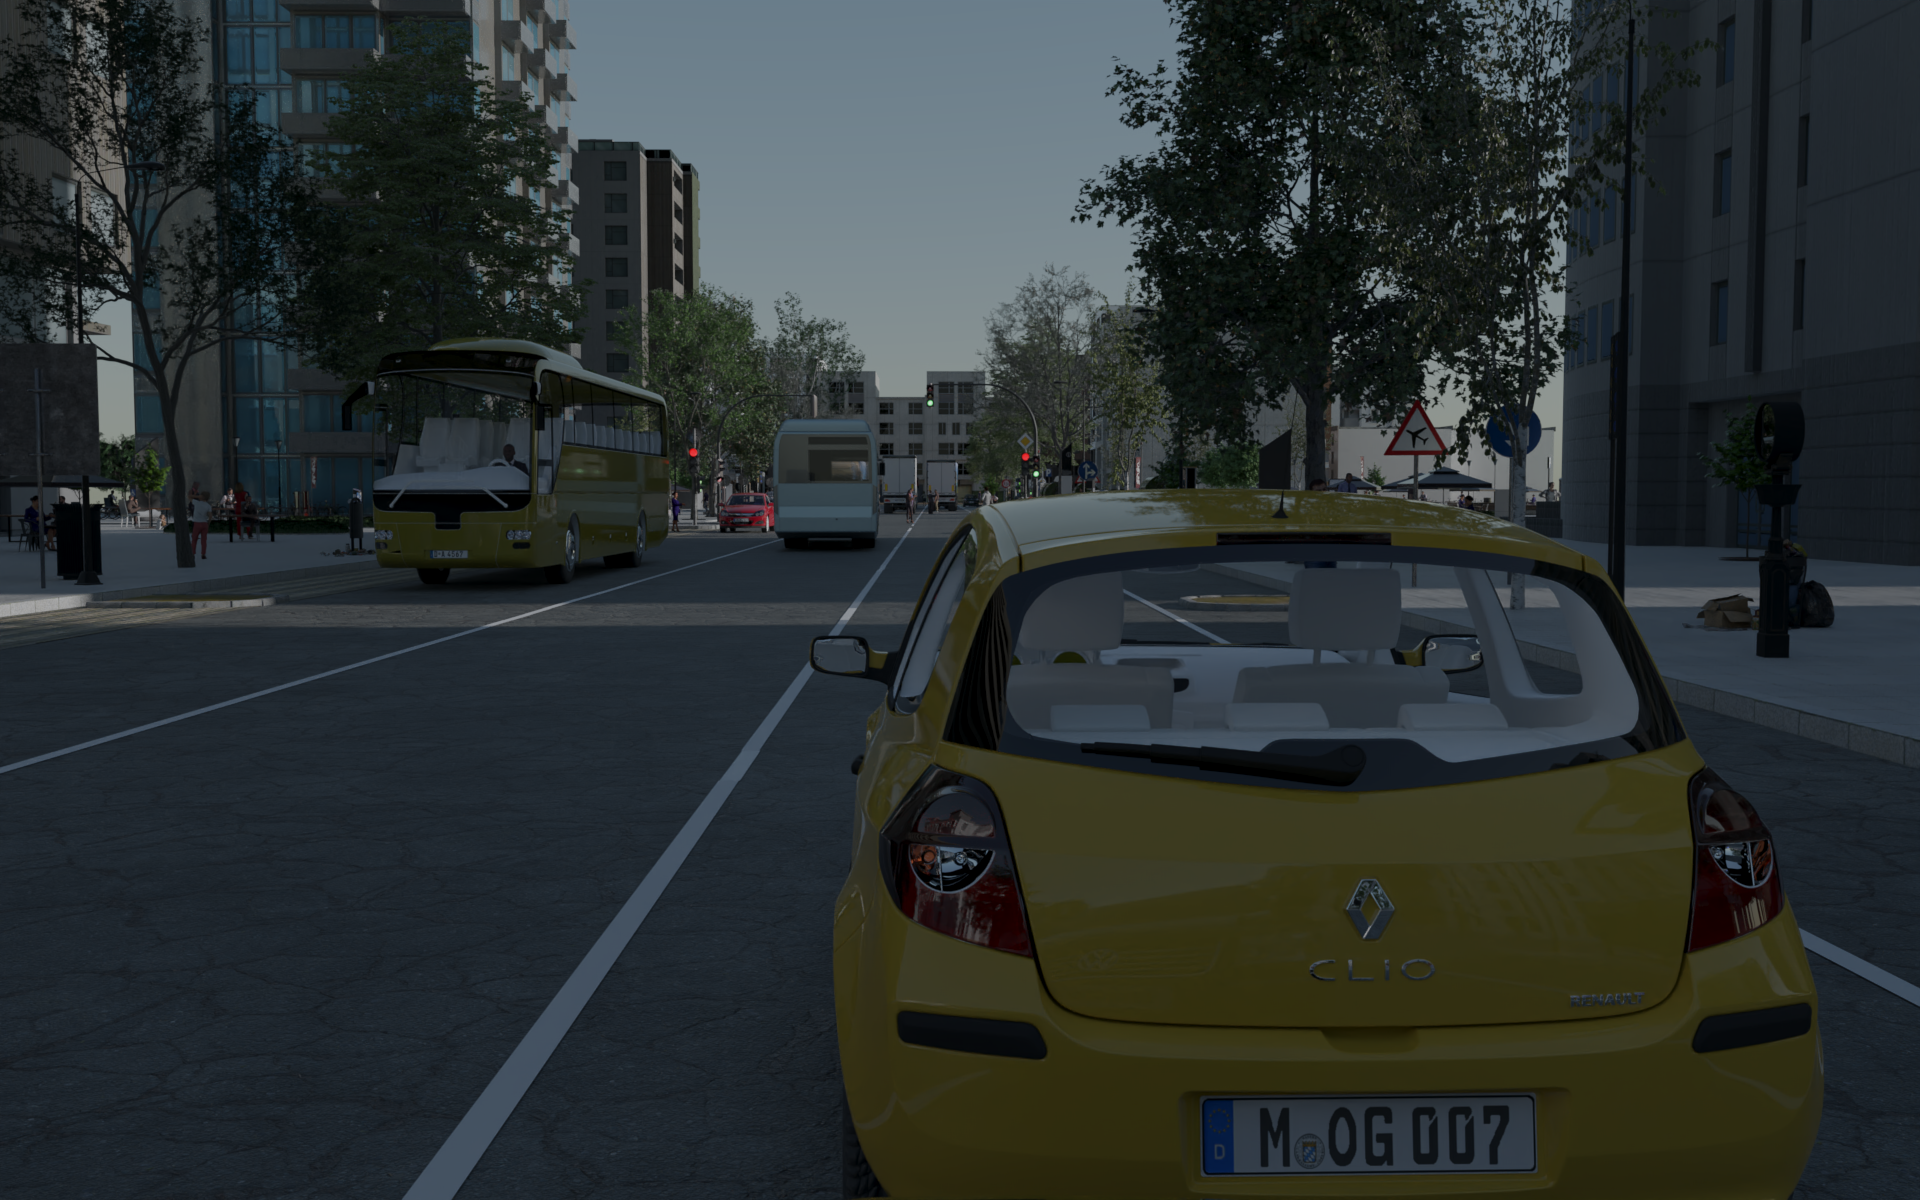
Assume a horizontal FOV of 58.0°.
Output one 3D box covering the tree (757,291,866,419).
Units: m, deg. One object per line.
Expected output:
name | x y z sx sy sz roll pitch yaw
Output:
tree | -16.452 -18.884 164.637 12.611 20.169 13.585 0 3 0

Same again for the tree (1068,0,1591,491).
tree | 6.595 -7.024 31.858 9.611 12.733 9.660 0 3 0

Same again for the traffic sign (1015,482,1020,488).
traffic sign | 4.255 -7.477 124.371 0.606 2.300 0.079 0 4 8

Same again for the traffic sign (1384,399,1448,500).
traffic sign | 6.287 -1.462 23.901 0.884 2.594 0.081 0 4 6

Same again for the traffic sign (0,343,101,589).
traffic sign | -12.769 -1.808 23.429 2.265 3.308 0.079 0 4 1

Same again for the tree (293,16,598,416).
tree | -12.951 -7.589 42.200 7.486 12.596 7.792 0 3 0

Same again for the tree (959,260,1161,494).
tree | 5.288 -11.029 90.699 12.009 13.543 11.850 0 3 0

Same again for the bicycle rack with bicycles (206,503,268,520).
bicycle rack with bicycles | -33.667 -4.106 80.513 2.925 0.926 2.852 -3 5 -41

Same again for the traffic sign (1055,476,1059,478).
traffic sign | 6.819 -7.256 118.741 0.768 2.556 0.104 0 4 6

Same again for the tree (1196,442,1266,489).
tree | 16.245 -7.586 107.741 4.285 4.588 4.351 0 3 0

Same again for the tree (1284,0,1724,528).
tree | 5.974 -4.203 19.075 4.360 8.622 3.978 0 3 0

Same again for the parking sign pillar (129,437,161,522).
parking sign pillar | -38.300 -5.681 81.360 1.447 3.967 1.447 2 4 27

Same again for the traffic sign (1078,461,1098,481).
traffic sign | 4.913 -4.067 66.609 0.768 2.556 0.104 0 4 0

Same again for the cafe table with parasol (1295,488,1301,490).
cafe table with parasol | 23.242 -7.473 127.049 2.610 1.966 2.610 -3 5 -43

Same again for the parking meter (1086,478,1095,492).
parking meter | 4.790 -3.541 63.602 0.255 1.863 0.399 1 4 22

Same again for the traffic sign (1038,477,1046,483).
traffic sign | 6.289 -8.102 132.195 0.795 2.593 0.064 0 4 7

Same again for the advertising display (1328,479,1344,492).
advertising display | 15.805 -4.090 72.078 0.974 1.923 0.123 0 4 -2

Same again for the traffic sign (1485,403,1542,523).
traffic sign | 7.788 -1.488 24.441 0.768 2.556 0.104 1 4 9

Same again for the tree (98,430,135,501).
tree | -68.632 -10.567 135.678 11.467 7.101 20.602 -2 4 -25

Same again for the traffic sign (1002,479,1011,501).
traffic sign | 3.930 -9.012 147.457 0.768 2.556 0.104 0 4 6

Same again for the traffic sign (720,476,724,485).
traffic sign | -14.496 -6.343 103.809 0.768 2.556 0.104 0 4 7

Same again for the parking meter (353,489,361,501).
parking meter | -27.668 -4.349 79.511 0.372 1.533 0.369 0 3 0

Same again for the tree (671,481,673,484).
tree | -18.728 -7.005 109.134 1.663 3.219 1.824 0 3 0

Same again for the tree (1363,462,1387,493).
tree | 24.594 -6.643 103.213 1.663 3.219 1.824 0 3 0

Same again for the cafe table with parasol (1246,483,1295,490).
cafe table with parasol | 17.046 -5.725 98.475 2.610 1.966 2.610 -3 5 -39

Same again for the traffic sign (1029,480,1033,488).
traffic sign | 5.139 -7.328 121.938 0.606 2.300 0.079 0 4 0

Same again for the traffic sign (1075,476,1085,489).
traffic sign | 6.011 -5.142 84.072 0.884 2.594 0.081 0 4 2

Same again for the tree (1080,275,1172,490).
tree | 5.898 -6.671 59.433 4.737 8.622 4.395 0 3 0

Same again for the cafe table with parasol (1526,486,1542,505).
cafe table with parasol | 50.147 -9.074 153.225 2.610 1.966 2.610 1 4 23

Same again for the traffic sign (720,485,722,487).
traffic sign | -16.694 -7.421 121.331 0.884 2.594 0.081 0 4 2

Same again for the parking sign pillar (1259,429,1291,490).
parking sign pillar | 12.948 -5.063 71.248 1.447 3.967 1.447 1 4 9

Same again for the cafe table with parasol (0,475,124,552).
cafe table with parasol | -20.253 -2.085 38.958 2.610 1.966 2.610 -1 4 -10

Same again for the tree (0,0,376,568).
tree | -13.818 -5.854 30.118 7.601 10.594 8.767 2 4 26

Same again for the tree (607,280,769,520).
tree | -13.270 -9.769 85.476 9.928 11.665 9.643 0 3 0

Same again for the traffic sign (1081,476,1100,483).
traffic sign | 6.149 -4.978 81.391 0.884 2.594 0.081 0 4 3

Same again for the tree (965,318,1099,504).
tree | 4.994 -11.752 110.273 7.486 12.596 7.792 0 3 0

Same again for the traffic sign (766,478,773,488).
traffic sign | -14.517 -8.134 133.093 0.768 2.556 0.104 0 4 4

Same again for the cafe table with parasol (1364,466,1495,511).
cafe table with parasol | 11.974 -2.327 42.918 2.610 1.966 2.610 -2 4 -32

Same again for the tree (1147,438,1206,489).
tree | 6.629 -3.516 52.083 1.663 3.219 1.824 0 3 0

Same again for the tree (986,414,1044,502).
tree | 4.898 -12.411 153.279 4.360 8.622 3.978 0 3 0

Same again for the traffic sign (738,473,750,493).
traffic sign | -13.084 -6.414 104.981 0.768 2.556 0.104 0 4 7

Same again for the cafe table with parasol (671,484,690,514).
cafe table with parasol | -17.722 -6.148 105.378 2.610 1.966 2.610 1 4 18

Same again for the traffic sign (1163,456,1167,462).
traffic sign | 6.787 -3.365 55.132 0.768 2.556 0.104 0 4 7

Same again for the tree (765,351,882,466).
tree | -15.025 -14.604 149.143 12.009 13.543 11.850 0 3 0

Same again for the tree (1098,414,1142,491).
tree | 13.956 -12.332 151.991 4.360 8.622 3.978 0 3 0

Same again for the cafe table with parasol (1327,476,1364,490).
cafe table with parasol | 14.710 -3.663 64.752 2.610 1.966 2.610 -1 4 -14

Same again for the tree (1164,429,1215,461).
tree | 17.145 -10.786 126.721 4.360 8.622 3.978 0 3 0

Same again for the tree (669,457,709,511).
tree | -20.261 -9.076 132.099 4.285 4.588 4.351 0 3 0

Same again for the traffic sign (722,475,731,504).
traffic sign | -15.504 -6.991 114.412 0.768 2.556 0.104 1 4 8

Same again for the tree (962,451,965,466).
tree | 3.752 -18.772 225.054 7.486 12.596 7.792 0 3 0

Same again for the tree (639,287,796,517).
tree | -13.553 -10.938 95.844 9.611 12.733 9.660 0 3 0

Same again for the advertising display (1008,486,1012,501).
advertising display | 4.105 -8.390 142.382 0.123 1.923 0.974 -1 4 -12

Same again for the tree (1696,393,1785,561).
tree | 15.093 -2.375 33.430 1.663 3.219 1.824 0 3 0

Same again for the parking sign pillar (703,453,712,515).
parking sign pillar | -15.346 -7.317 108.100 1.447 3.967 1.447 0 4 0
